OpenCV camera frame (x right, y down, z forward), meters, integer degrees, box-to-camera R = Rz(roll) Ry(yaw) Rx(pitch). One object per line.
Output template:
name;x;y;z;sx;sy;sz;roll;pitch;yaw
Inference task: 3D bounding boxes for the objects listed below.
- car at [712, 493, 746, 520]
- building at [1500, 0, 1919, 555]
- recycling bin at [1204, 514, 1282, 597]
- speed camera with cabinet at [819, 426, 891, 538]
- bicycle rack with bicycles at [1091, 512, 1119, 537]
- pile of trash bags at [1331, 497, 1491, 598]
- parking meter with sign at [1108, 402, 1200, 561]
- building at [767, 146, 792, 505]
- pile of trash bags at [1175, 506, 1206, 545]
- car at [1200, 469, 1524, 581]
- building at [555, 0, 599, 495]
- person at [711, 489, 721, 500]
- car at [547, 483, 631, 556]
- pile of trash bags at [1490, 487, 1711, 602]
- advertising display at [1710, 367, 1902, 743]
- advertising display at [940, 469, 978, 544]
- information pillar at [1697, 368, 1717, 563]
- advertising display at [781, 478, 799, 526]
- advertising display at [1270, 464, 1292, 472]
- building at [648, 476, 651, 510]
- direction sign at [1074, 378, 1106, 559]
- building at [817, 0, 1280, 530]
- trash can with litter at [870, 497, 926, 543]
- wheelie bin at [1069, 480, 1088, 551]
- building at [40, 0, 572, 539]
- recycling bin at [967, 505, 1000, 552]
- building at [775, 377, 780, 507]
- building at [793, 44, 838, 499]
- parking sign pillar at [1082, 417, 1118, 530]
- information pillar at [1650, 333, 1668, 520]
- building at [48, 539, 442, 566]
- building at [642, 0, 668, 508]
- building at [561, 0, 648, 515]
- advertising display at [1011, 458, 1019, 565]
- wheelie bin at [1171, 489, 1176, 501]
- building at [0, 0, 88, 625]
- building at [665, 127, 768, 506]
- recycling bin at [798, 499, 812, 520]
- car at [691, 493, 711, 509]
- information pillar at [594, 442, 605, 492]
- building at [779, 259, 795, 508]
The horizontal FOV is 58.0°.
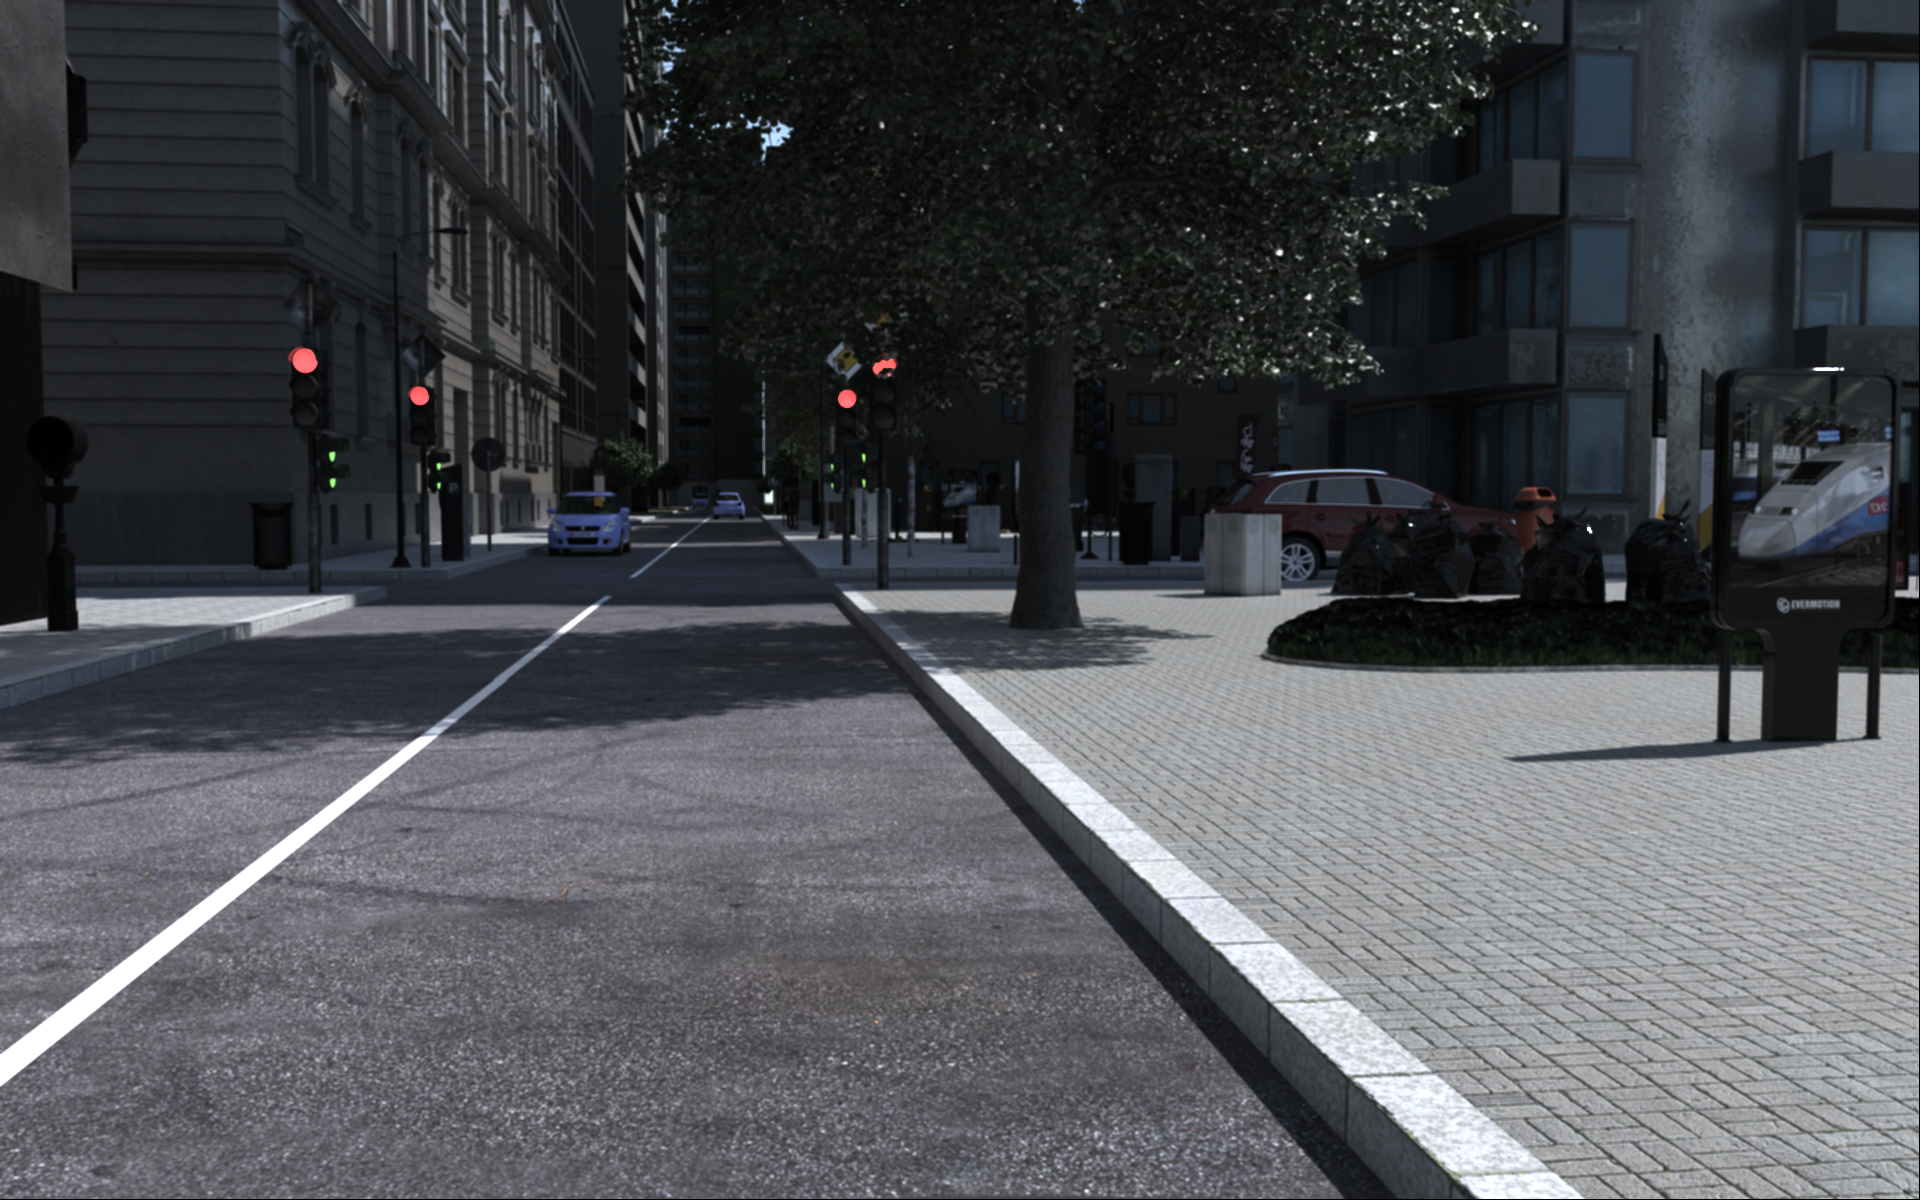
car;-13.107;-5.422;98.236;1.945;1.707;3.694;0;4;-6
building;24.018;-26.067;45.811;30.456;49.044;23.786;0;4;-7
recycling bin;3.601;-0.581;22.061;0.722;1.027;0.722;-3;4;-37
speed camera with cabinet;-3.081;-3.441;50.604;2.038;3.252;0.660;-1;4;-11
bicycle rack with bicycles;5.597;-2.366;52.059;2.925;0.926;2.852;1;4;22
pile of trash bags;6.604;-0.789;22.653;3.447;1.369;1.912;-2;4;-35
parking meter with sign;3.703;-2.251;33.071;1.738;3.016;0.543;0;4;2
building;-15.333;-31.446;197.740;14.086;41.232;14.154;0;4;-7
pile of trash bags;6.400;-2.148;44.867;1.912;1.369;3.447;2;4;31
car;6.507;-1.154;27.542;5.304;1.827;2.281;0;4;-6
building;-26.559;-18.011;87.988;14.314;27.812;24.014;0;4;-7
person;-20.944;-8.697;150.321;1.348;1.869;0.705;1;4;20
car;-8.817;-1.941;41.326;1.945;1.707;3.694;0;4;-6
pile of trash bags;7.376;-0.478;17.575;3.447;1.369;1.912;2;4;28
advertising display;4.375;-0.230;8.978;0.974;1.923;0.123;-1;4;-9
advertising display;-0.018;-2.414;44.689;0.974;1.923;0.123;0;4;4
information pillar;14.048;-2.509;32.373;0.504;3.616;0.183;0;4;-4
advertising display;-6.903;-3.986;70.377;0.123;1.923;0.974;2;4;34
advertising display;6.887;-1.958;37.233;0.123;1.923;0.974;2;4;32
building;-41.187;-27.155;135.872;32.217;40.220;23.993;0;4;-7
direction sign;2.567;-2.584;34.238;0.379;3.537;0.876;-3;4;-39
building;8.040;-14.228;77.670;27.650;21.520;28.899;0;4;-7
trash can with litter;-1.567;-2.176;46.635;1.678;1.210;2.233;0;4;1
wheelie bin;2.374;-1.896;38.910;0.980;1.594;0.693;-1;4;-11
building;-22.293;-16.929;64.186;14.401;28.519;23.554;0;4;-7
recycling bin;0.525;-1.593;38.598;0.722;1.027;0.722;0;4;0
building;-3.761;-19.731;167.637;27.650;21.520;28.899;0;4;-7
building;-4.075;-21.028;115.504;14.160;30.474;14.107;0;4;-7
parking sign pillar;5.032;-4.476;61.662;1.447;3.967;1.447;-2;4;-29
information pillar;10.292;-2.090;25.531;0.183;3.616;0.504;3;4;37
building;-19.625;-15.501;40.825;14.401;28.519;23.554;0;4;-7
building;-39.076;-44.511;166.003;20.611;71.187;20.563;0;4;-7
building;-32.059;-29.952;113.419;21.300;48.544;21.600;0;4;-7
advertising display;1.391;-1.611;31.547;0.974;1.923;0.123;-2;4;-25
wheelie bin;7.024;-3.161;59.587;0.693;1.594;0.980;-1;4;-17
building;-17.116;-8.799;11.320;16.811;18.784;16.820;0;4;-7
building;-29.324;-31.347;196.109;14.086;41.232;14.154;0;4;-7
recycling bin;-7.691;-4.471;85.663;0.722;1.027;0.722;-1;4;-9
car;-25.614;-9.892;171.331;1.945;1.707;3.694;0;4;-7
information pillar;-16.040;-5.245;77.106;0.504;3.616;0.183;0;4;0
building;-0.007;-17.952;138.556;27.650;21.520;28.899;0;4;-7
